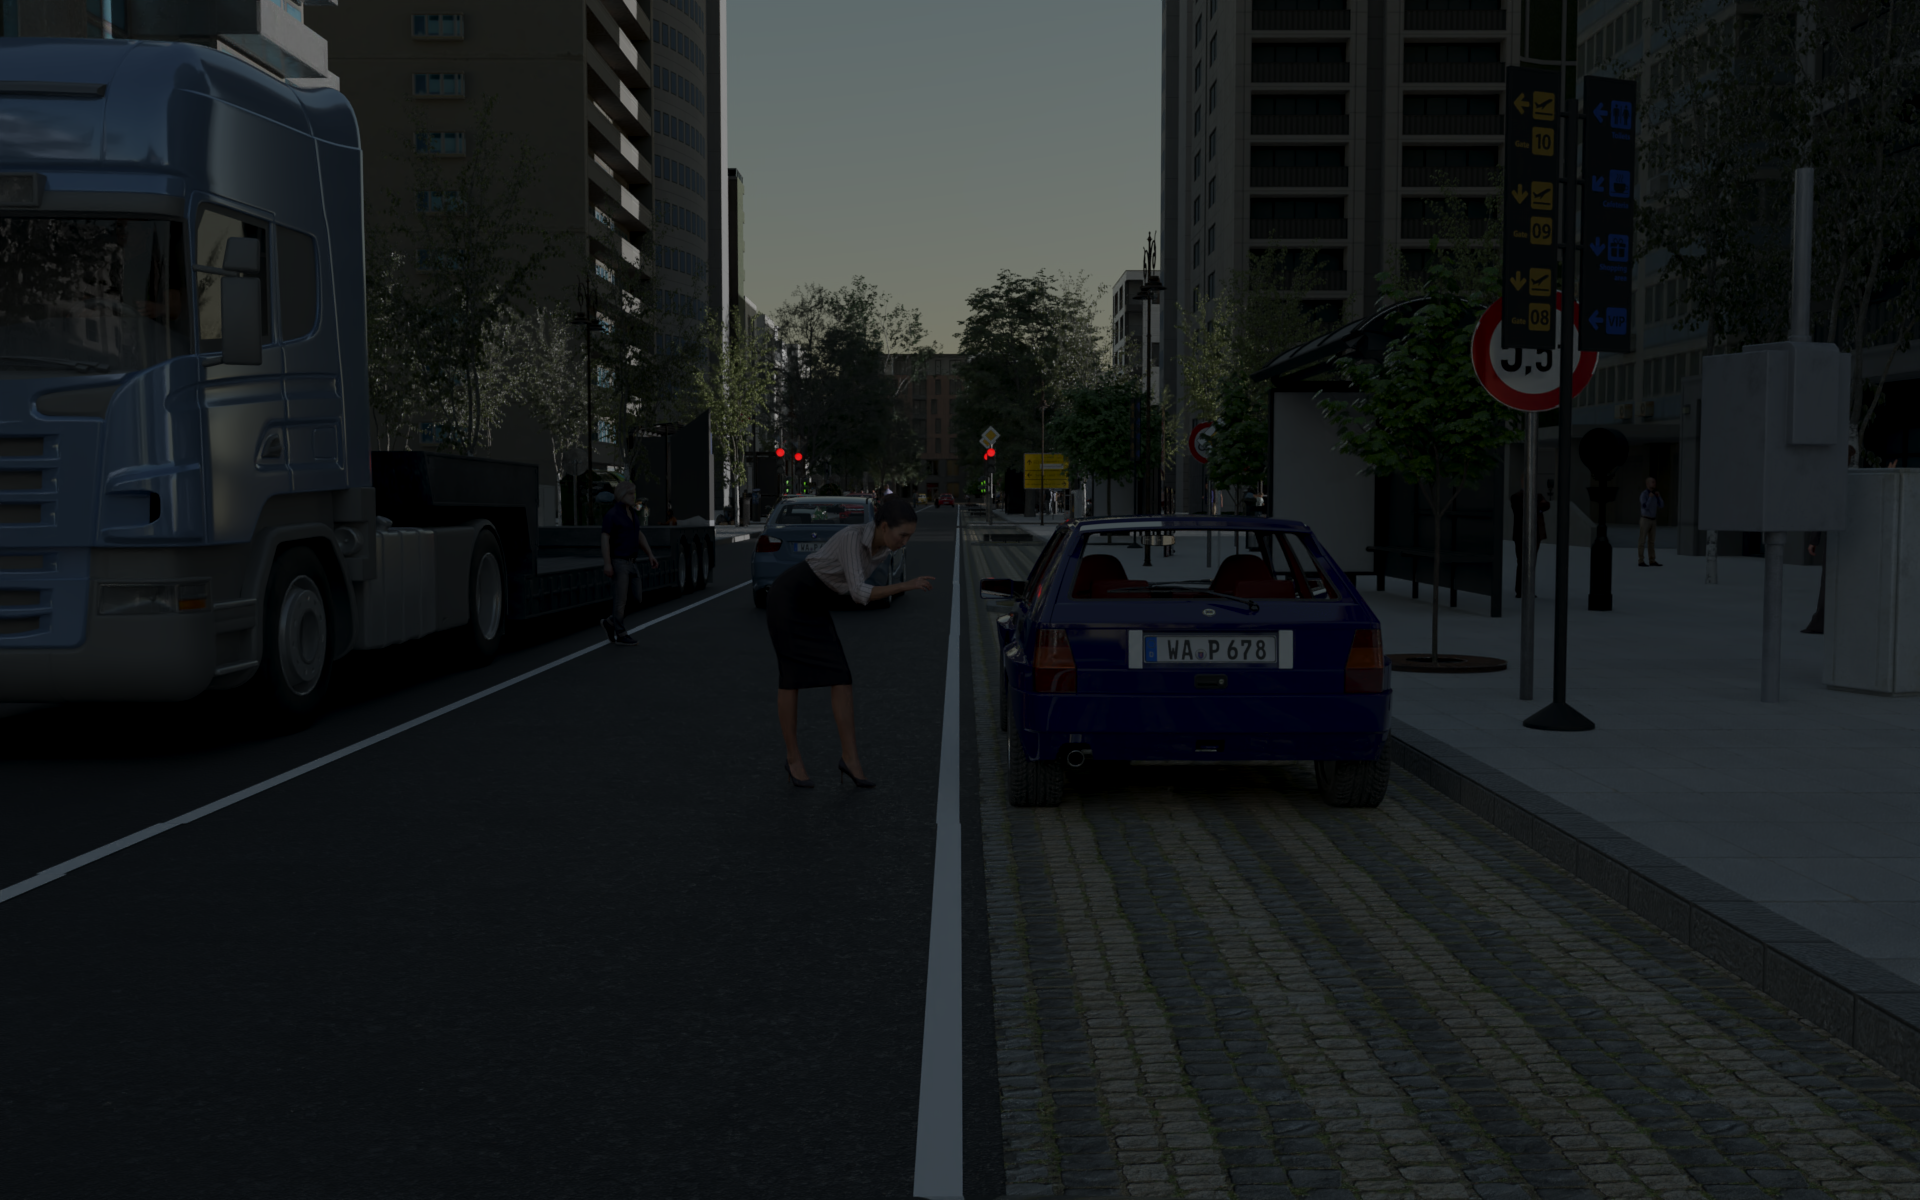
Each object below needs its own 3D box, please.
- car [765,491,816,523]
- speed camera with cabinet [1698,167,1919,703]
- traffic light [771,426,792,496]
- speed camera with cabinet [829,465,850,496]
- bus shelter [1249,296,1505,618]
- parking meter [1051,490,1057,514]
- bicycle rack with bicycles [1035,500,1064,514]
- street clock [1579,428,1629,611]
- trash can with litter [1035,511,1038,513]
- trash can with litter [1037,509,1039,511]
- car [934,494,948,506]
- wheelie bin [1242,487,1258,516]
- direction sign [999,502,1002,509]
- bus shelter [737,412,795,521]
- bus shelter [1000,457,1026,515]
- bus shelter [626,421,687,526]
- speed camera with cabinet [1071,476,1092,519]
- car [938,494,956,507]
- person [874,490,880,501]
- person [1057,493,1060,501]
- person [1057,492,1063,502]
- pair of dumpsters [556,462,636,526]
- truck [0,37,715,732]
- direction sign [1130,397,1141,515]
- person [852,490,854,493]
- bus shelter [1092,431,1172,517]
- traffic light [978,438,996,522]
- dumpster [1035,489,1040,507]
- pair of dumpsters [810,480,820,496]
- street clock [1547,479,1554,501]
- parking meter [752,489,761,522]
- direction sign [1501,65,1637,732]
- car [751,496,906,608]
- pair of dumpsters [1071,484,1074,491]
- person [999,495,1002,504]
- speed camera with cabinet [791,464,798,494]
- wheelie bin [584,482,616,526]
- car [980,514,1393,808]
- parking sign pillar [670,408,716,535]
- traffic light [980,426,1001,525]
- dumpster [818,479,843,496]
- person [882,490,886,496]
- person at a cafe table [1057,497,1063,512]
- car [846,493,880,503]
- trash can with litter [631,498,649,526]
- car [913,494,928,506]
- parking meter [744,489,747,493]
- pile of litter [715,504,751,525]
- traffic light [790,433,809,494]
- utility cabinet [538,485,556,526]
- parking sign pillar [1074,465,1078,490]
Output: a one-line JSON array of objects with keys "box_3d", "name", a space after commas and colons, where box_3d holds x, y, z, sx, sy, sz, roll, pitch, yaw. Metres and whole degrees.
[{"box_3d": [-5.428, -2.942, 57.884, 2.009, 1.686, 4.222, 0, 4, 1], "name": "car"}, {"box_3d": [5.712, -1.022, 11.038, 2.038, 3.252, 0.660, -1, 4, -20], "name": "speed camera with cabinet"}, {"box_3d": [-7.332, -5.032, 71.201, 0.839, 4.253, 0.868, 0, 3, 0], "name": "traffic light"}, {"box_3d": [-8.209, -7.498, 116.935, 0.660, 3.252, 2.038, -3, 4, -39], "name": "speed camera with cabinet"}, {"box_3d": [4.856, -1.616, 20.353, 2.014, 3.302, 5.546, 0, 4, 0], "name": "bus shelter"}, {"box_3d": [6.081, -6.323, 111.788, 0.372, 1.533, 0.369, 0, 3, 0], "name": "parking meter"}, {"box_3d": [5.772, -6.209, 114.897, 2.925, 0.926, 2.852, -1, 4, -17], "name": "bicycle rack with bicycles"}, {"box_3d": [7.041, -0.882, 18.990, 0.358, 2.002, 0.471, -3, 5, -40], "name": "street clock"}, {"box_3d": [4.891, -6.641, 119.643, 1.678, 1.210, 2.233, -1, 4, -9], "name": "trash can with litter"}, {"box_3d": [6.073, -7.205, 129.196, 0.624, 1.170, 1.055, -1, 4, -11], "name": "trash can with litter"}, {"box_3d": [-2.318, -12.564, 215.207, 2.009, 1.686, 4.222, 0, 4, 1], "name": "car"}, {"box_3d": [13.252, -4.359, 79.174, 0.693, 1.594, 0.980, -1, 4, -9], "name": "wheelie bin"}, {"box_3d": [3.518, -9.755, 151.496, 0.379, 3.537, 0.876, -3, 5, -44], "name": "direction sign"}, {"box_3d": [-9.712, -6.661, 86.536, 2.179, 5.291, 8.768, 0, 4, 0], "name": "bus shelter"}, {"box_3d": [3.422, -7.238, 109.618, 1.731, 3.624, 6.357, 0, 3, 0], "name": "bus shelter"}, {"box_3d": [-9.974, -4.151, 59.155, 1.731, 3.624, 6.357, 0, 3, 0], "name": "bus shelter"}, {"box_3d": [5.035, -4.711, 71.359, 0.660, 3.252, 2.038, 0, 4, -7], "name": "speed camera with cabinet"}, {"box_3d": [-1.518, -10.933, 187.795, 2.155, 1.783, 4.494, 0, 4, -1], "name": "car"}, {"box_3d": [-9.444, -11.632, 196.935, 0.721, 1.735, 1.217, -2, 4, -30], "name": "person"}, {"box_3d": [12.786, -13.100, 223.421, 0.628, 1.438, 0.799, 0, 4, 0], "name": "person"}, {"box_3d": [11.938, -12.155, 205.598, 1.217, 1.723, 0.721, 2, 4, 26], "name": "person"}, {"box_3d": [-10.580, -2.929, 50.383, 1.574, 2.255, 4.437, 0, 4, 0], "name": "pair of dumpsters"}, {"box_3d": [-5.082, -1.690, 17.395, 2.967, 4.110, 18.799, 0, 4, 1], "name": "truck"}, {"box_3d": [4.146, -2.995, 40.973, 0.379, 3.537, 0.876, -1, 4, -9], "name": "direction sign"}, {"box_3d": [-12.028, -11.362, 192.537, 1.217, 1.743, 0.721, 3, 5, 41], "name": "person"}, {"box_3d": [4.817, -3.457, 50.441, 2.014, 3.302, 5.546, 0, 3, 0], "name": "bus shelter"}, {"box_3d": [1.246, -5.522, 79.206, 0.839, 4.253, 0.868, 0, 3, 0], "name": "traffic light"}, {"box_3d": [5.706, -7.428, 127.203, 1.264, 1.857, 1.865, 0, 3, 0], "name": "dumpster"}, {"box_3d": [-10.219, -6.910, 115.476, 1.574, 2.255, 4.437, 0, 4, 0], "name": "pair of dumpsters"}, {"box_3d": [27.814, -4.712, 81.611, 0.358, 2.002, 0.471, 0, 4, 6], "name": "street clock"}, {"box_3d": [-9.398, -4.377, 79.975, 0.372, 1.533, 0.369, 0, 3, 0], "name": "parking meter"}, {"box_3d": [3.296, -1.066, 9.427, 0.876, 3.537, 0.379, -2, 4, -23], "name": "direction sign"}, {"box_3d": [-1.691, -0.682, 23.151, 2.014, 1.417, 4.499, 0, 4, 2], "name": "car"}, {"box_3d": [6.413, -5.215, 87.763, 1.574, 2.255, 4.437, 0, 4, 0], "name": "pair of dumpsters"}, {"box_3d": [4.828, -13.051, 220.143, 1.217, 1.735, 0.721, -2, 4, -28], "name": "person"}, {"box_3d": [-11.011, -7.162, 111.427, 0.660, 3.252, 2.038, 2, 4, 24], "name": "speed camera with cabinet"}, {"box_3d": [-9.091, -2.207, 43.987, 0.980, 1.594, 0.693, 3, 4, 37], "name": "wheelie bin"}, {"box_3d": [1.080, 0.205, 9.230, 1.945, 1.354, 3.894, 0, 4, 0], "name": "car"}, {"box_3d": [-8.469, -4.056, 54.781, 1.447, 3.967, 1.447, 1, 4, 12], "name": "parking sign pillar"}, {"box_3d": [1.249, -5.034, 71.221, 0.839, 4.253, 0.868, 0, 3, 0], "name": "traffic light"}, {"box_3d": [-8.235, -6.589, 110.226, 1.502, 2.255, 1.985, 0, 4, 0], "name": "dumpster"}, {"box_3d": [-7.531, -10.000, 170.340, 0.742, 1.727, 0.445, 3, 5, 45], "name": "person"}, {"box_3d": [6.821, -6.890, 121.170, 1.622, 1.524, 1.698, -3, 4, -38], "name": "person at a cafe table"}, {"box_3d": [-4.965, -4.690, 85.721, 2.155, 1.783, 4.494, 0, 4, 1], "name": "car"}, {"box_3d": [-10.072, -2.564, 53.301, 1.055, 1.170, 0.624, 2, 4, 34], "name": "trash can with litter"}, {"box_3d": [-4.899, -12.499, 214.578, 2.015, 1.641, 3.980, 0, 3, 0], "name": "car"}, {"box_3d": [-11.589, -5.258, 94.380, 0.372, 1.533, 0.369, 0, 3, 0], "name": "parking meter"}, {"box_3d": [-9.381, -3.521, 71.527, 1.719, 0.858, 1.176, -2, 4, -29], "name": "pile of litter"}, {"box_3d": [-7.335, -5.521, 79.186, 0.839, 4.253, 0.868, 0, 3, 0], "name": "traffic light"}, {"box_3d": [-10.077, -2.047, 42.141, 0.318, 1.500, 1.173, -1, 4, -23], "name": "utility cabinet"}, {"box_3d": [6.154, -5.842, 83.984, 1.447, 3.967, 1.447, -3, 5, -39], "name": "parking sign pillar"}]
